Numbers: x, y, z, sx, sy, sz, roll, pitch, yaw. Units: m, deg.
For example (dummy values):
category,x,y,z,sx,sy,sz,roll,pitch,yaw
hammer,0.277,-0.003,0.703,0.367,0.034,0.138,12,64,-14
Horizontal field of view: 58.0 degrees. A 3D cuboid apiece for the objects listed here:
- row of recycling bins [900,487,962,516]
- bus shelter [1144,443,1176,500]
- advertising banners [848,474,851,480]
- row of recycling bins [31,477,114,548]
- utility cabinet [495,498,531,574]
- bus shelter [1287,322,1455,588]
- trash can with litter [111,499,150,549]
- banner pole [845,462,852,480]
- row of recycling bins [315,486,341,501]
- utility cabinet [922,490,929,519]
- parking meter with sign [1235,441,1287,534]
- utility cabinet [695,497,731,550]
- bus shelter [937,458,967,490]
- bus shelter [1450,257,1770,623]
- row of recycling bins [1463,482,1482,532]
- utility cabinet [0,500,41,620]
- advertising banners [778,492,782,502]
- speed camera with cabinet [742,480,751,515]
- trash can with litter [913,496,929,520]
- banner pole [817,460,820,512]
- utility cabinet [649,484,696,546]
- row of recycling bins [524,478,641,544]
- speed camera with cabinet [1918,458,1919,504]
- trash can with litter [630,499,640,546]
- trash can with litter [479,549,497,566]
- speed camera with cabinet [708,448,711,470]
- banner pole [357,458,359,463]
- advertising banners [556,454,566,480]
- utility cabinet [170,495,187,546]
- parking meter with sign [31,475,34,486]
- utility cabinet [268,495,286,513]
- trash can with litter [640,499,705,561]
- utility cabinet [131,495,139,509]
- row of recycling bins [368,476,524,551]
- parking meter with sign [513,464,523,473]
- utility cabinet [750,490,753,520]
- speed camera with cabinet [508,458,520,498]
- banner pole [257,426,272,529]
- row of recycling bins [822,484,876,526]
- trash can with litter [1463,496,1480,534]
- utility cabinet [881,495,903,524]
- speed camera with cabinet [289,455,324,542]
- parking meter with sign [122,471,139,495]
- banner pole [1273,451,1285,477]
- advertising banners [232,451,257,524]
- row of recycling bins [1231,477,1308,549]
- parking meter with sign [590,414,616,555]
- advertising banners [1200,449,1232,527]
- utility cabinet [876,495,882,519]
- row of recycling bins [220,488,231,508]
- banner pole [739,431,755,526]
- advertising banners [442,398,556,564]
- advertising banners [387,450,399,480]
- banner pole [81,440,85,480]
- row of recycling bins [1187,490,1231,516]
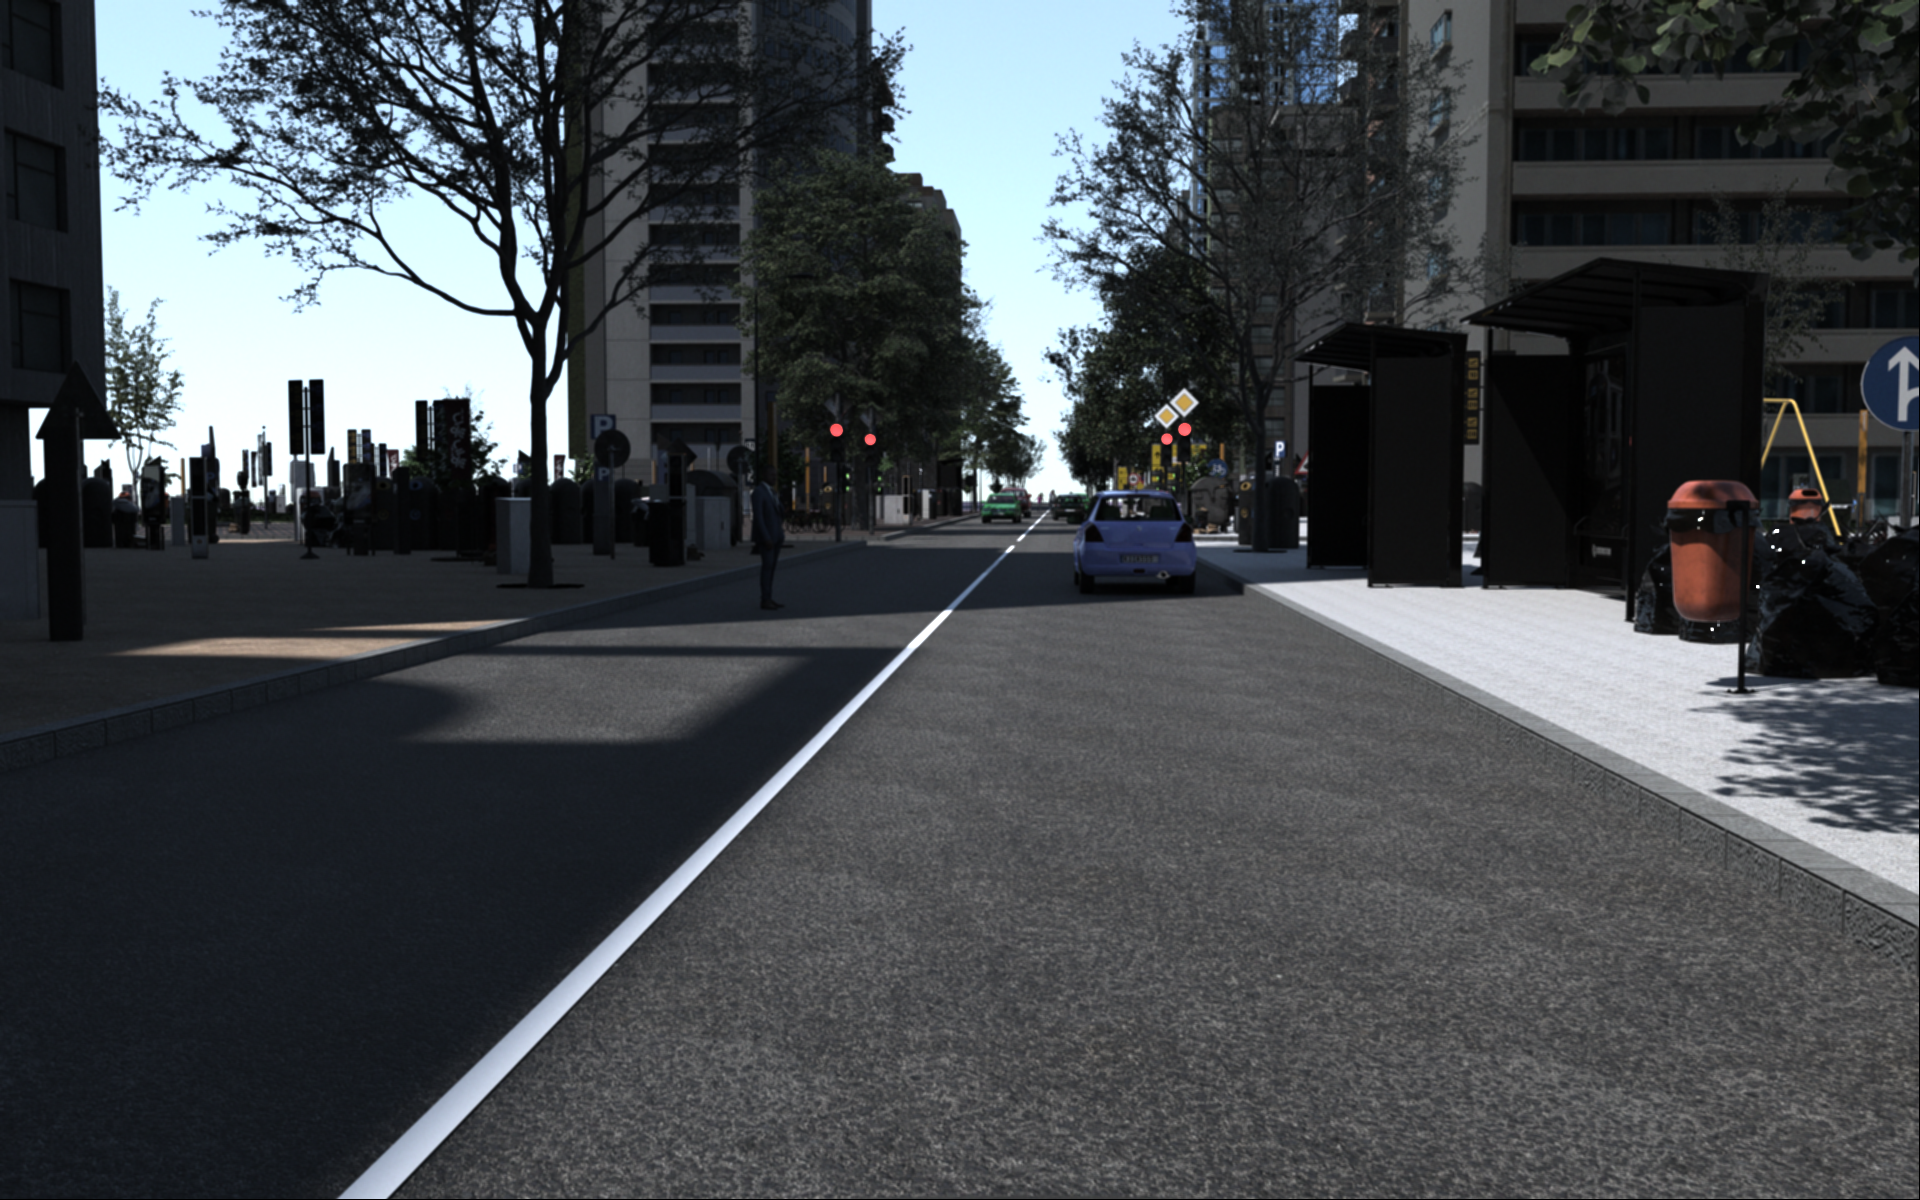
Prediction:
category,x,y,z,sx,sy,sz,roll,pitch,yaw
row of recycling bins,-1.588,-5.753,101.179,3.534,1.692,1.069,1,4,10
bus shelter,12.267,-7.689,103.345,2.179,5.291,8.768,0,4,3
advertising banners,-8.068,-7.203,113.963,2.074,3.025,0.090,1,4,20
row of recycling bins,-22.219,-2.115,41.697,3.534,1.692,1.069,0,4,-2
utility cabinet,-7.124,-1.043,28.217,0.306,1.237,1.020,1,4,23
bus shelter,6.302,-2.168,26.732,1.731,3.624,6.357,0,4,3
trash can with litter,-19.620,-1.817,41.095,1.055,1.170,0.624,2,4,31
banner pole,-7.402,-7.804,117.606,0.863,3.779,0.401,-1,4,-23
row of recycling bins,-46.649,-7.278,126.102,3.534,1.692,1.069,1,4,12
utility cabinet,-1.561,-4.908,88.929,0.318,1.500,1.173,-1,4,-23
parking meter with sign,9.750,-3.667,56.224,1.738,3.016,0.543,-2,4,-28
utility cabinet,-5.690,-1.755,39.851,0.306,1.237,1.020,2,4,29
bus shelter,-0.551,-7.605,115.617,1.731,3.624,6.357,0,4,4
bus shelter,7.387,-1.773,20.271,1.731,3.624,6.357,0,4,3
row of recycling bins,17.524,-3.281,60.765,1.069,1.692,3.534,0,4,-1
utility cabinet,-9.946,-0.394,17.603,1.020,1.237,0.306,-2,4,-31
advertising banners,-4.968,-3.081,46.561,0.090,3.025,2.074,-1,4,-13
speed camera with cabinet,-13.413,-6.963,108.182,2.038,3.252,0.660,-3,5,-43
trash can with litter,-2.327,-4.532,85.153,1.678,1.210,2.233,-1,4,-17
banner pole,-10.168,-8.282,125.422,0.401,3.779,0.863,0,4,-5
utility cabinet,-6.397,-1.829,38.583,1.173,1.500,0.318,3,4,37
row of recycling bins,-9.814,-2.305,44.793,3.534,1.692,1.069,-3,5,-43
speed camera with cabinet,23.765,-2.911,41.935,0.660,3.252,2.038,3,5,42
trash can with litter,-7.508,-1.882,42.153,1.055,1.170,0.624,2,4,31
trash can with litter,-8.079,-1.196,30.948,1.055,1.170,0.624,0,4,7
speed camera with cabinet,-11.358,-4.874,74.028,2.038,3.252,0.660,2,4,30
banner pole,-41.791,-8.006,120.908,0.401,3.779,0.863,2,4,34
advertising banners,-18.398,-4.899,76.282,2.074,3.025,0.090,-1,4,-17
utility cabinet,-19.543,-1.964,43.270,0.306,1.237,1.020,-2,4,-27
parking meter with sign,-37.529,-4.481,69.522,1.738,3.016,0.543,-2,4,-26
utility cabinet,-43.712,-6.098,110.869,1.020,1.237,0.306,-1,4,-12
trash can with litter,-5.498,-1.347,33.411,1.055,1.170,0.624,-3,5,-41
utility cabinet,-59.598,-6.951,124.812,0.306,1.237,1.020,0,4,4
row of recycling bins,-11.972,-1.996,39.744,3.534,1.692,1.069,0,4,6
parking meter with sign,-25.369,-6.370,100.408,0.543,3.016,1.738,0,4,2
utility cabinet,-9.632,-4.604,83.951,0.318,1.500,1.173,3,5,40
speed camera with cabinet,-24.641,-6.155,94.971,0.660,3.252,2.038,-2,4,-35
banner pole,-25.578,-4.496,63.519,0.401,3.779,0.863,-3,5,-43
row of recycling bins,-4.499,-3.872,70.424,1.069,1.692,3.534,-2,4,-32
trash can with litter,16.405,-2.746,55.954,1.678,1.210,2.233,-2,4,-30
utility cabinet,-2.761,-3.884,74.661,1.020,1.237,0.306,2,4,24
speed camera with cabinet,-17.804,-3.234,47.213,0.660,3.252,2.038,-2,4,-29
parking meter with sign,-63.997,-8.371,133.134,1.738,3.016,0.543,1,4,15
banner pole,16.468,-6.066,89.189,0.863,3.779,0.401,3,5,45
advertising banners,-28.846,-4.511,69.948,0.090,3.025,2.074,0,4,5
row of recycling bins,7.543,-2.145,42.180,1.069,1.692,3.534,0,4,-2
parking meter with sign,-7.658,-2.501,37.150,0.543,3.016,1.738,-1,4,-10
advertising banners,10.022,-4.384,67.872,0.090,3.025,2.074,3,5,44
utility cabinet,-4.206,-4.853,90.511,0.306,1.237,1.020,0,4,8
row of recycling bins,-51.022,-6.880,119.598,1.069,1.692,3.534,-2,4,-31
banner pole,-8.468,-4.815,68.742,0.863,3.779,0.401,1,4,15
advertising banners,-8.418,-2.162,31.539,2.074,3.025,0.090,1,4,9
advertising banners,-21.322,-4.352,67.340,2.074,3.025,0.090,1,4,12
banner pole,-29.474,-4.131,57.556,0.401,3.779,0.863,2,4,34
row of recycling bins,15.177,-5.844,102.667,3.534,1.692,1.069,0,4,-6
